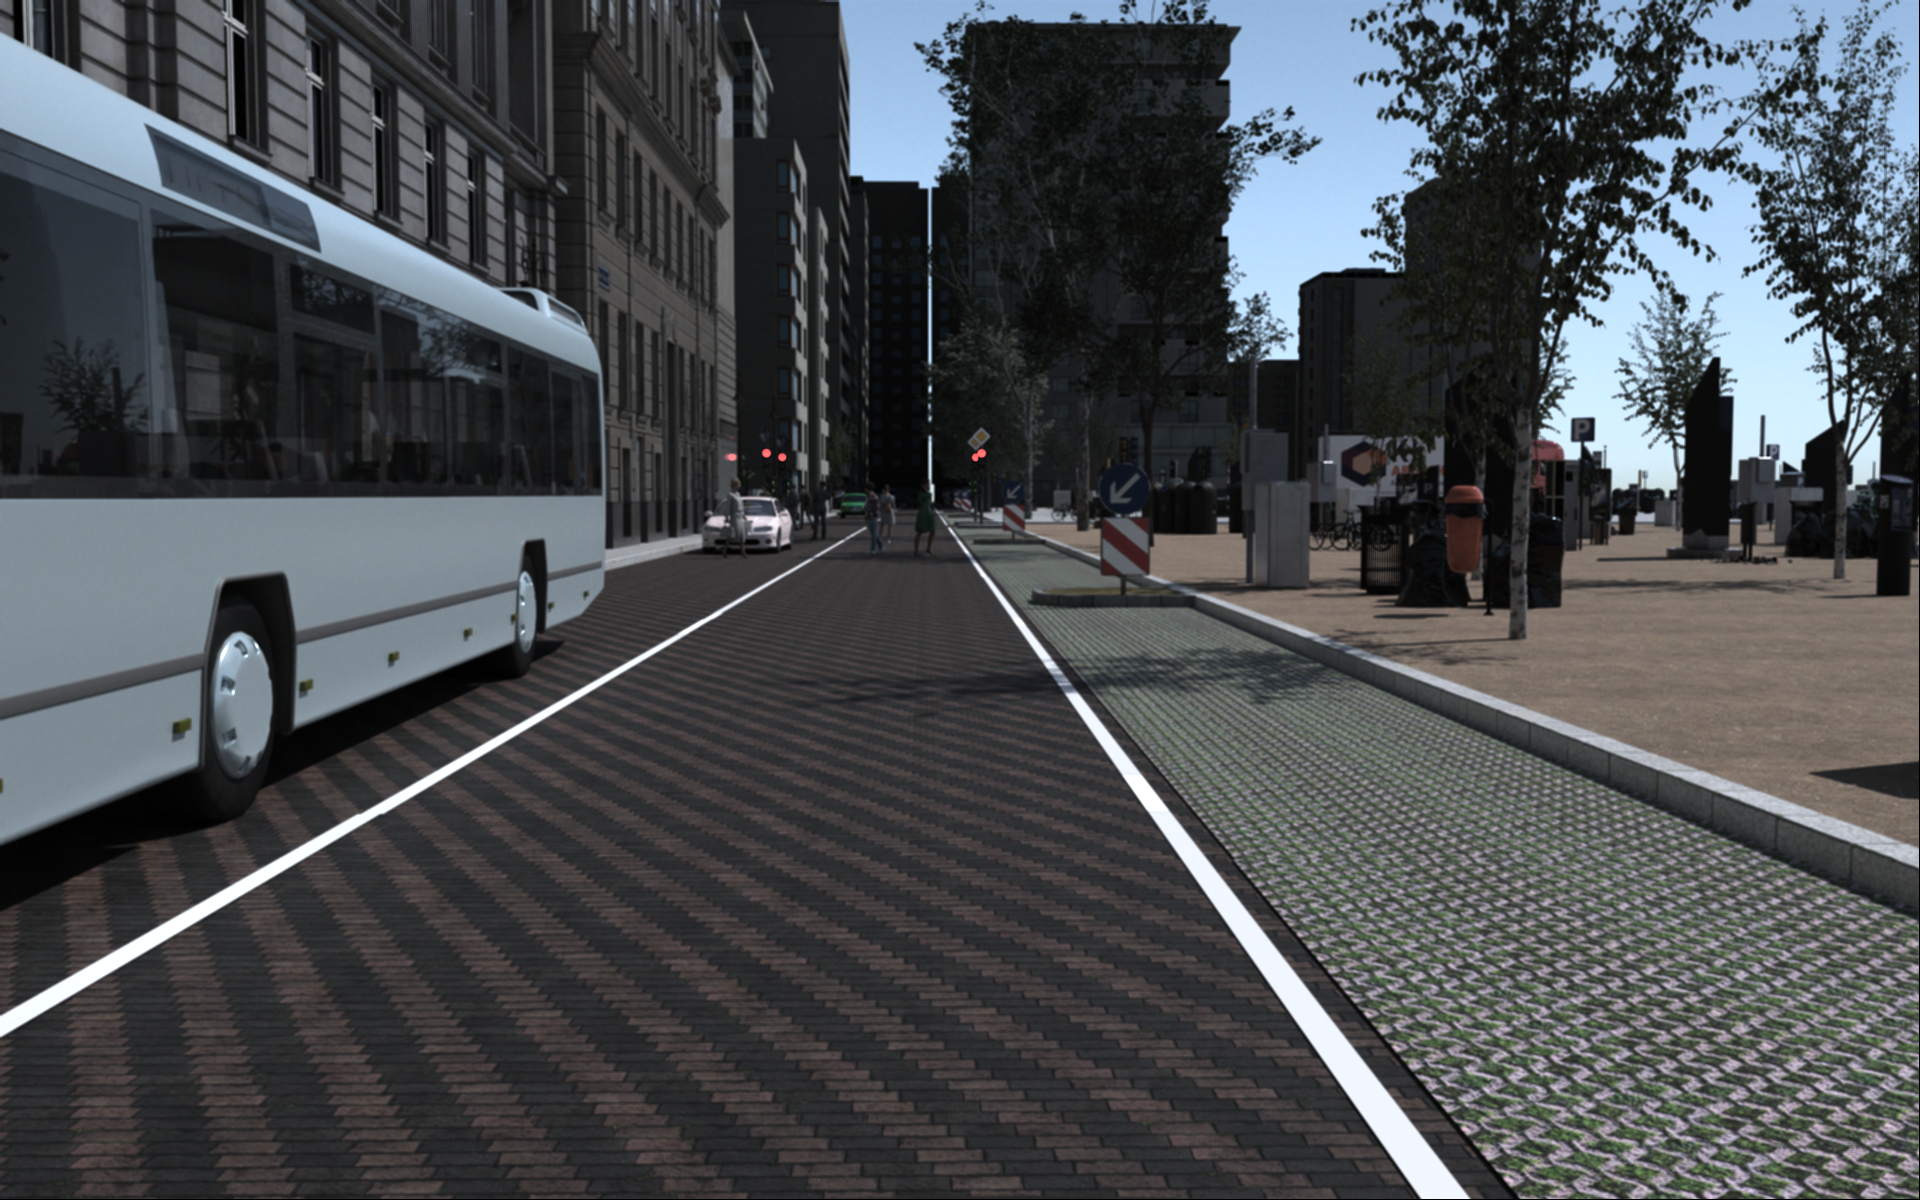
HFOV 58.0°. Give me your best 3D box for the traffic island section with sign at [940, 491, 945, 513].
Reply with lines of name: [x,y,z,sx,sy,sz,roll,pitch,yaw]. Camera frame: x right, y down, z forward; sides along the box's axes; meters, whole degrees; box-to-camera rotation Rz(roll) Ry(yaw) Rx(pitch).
traffic island section with sign: [-0.315,-7.576,132.488,1.989,1.847,2.006,0,4,-1]

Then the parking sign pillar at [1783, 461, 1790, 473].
parking sign pillar: [67.573,-9.322,140.893,1.447,3.967,1.447,3,4,39]

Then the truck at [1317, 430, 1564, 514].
truck: [21.830,-5.415,77.453,11.283,4.237,2.839,0,4,1]

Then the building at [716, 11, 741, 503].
building: [-18.005,-13.293,66.484,18.267,20.994,9.793,0,4,-1]

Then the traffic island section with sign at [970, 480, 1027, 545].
traffic island section with sign: [1.393,-2.508,49.635,1.989,1.847,2.006,0,4,-1]

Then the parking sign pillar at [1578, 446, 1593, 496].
parking sign pillar: [34.919,-6.607,96.489,1.447,3.967,1.447,0,4,-6]

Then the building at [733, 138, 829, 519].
building: [-22.142,-15.504,98.537,27.650,21.520,28.899,0,4,-1]

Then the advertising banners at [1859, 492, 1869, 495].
advertising banners: [49.778,-5.971,93.812,2.074,3.025,0.090,1,4,18]

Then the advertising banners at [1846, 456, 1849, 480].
advertising banners: [41.031,-5.224,81.606,0.090,3.025,2.074,-1,4,-16]

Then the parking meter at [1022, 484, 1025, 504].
parking meter: [3.891,-5.926,102.609,0.399,1.863,0.255,-1,4,-15]

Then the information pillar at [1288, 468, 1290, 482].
information pillar: [26.994,-9.244,142.501,0.183,3.616,0.504,-1,4,-22]

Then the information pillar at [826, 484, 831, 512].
information pillar: [-9.432,-7.311,124.023,0.304,2.012,0.304,-1,4,-17]

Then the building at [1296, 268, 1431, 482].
building: [52.306,-27.769,225.725,14.107,30.474,14.160,0,4,-1]

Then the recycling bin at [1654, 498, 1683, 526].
recycling bin: [28.217,-3.459,69.111,0.722,1.027,0.722,-3,5,-44]

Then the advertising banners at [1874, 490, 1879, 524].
advertising banners: [32.538,-3.964,61.003,0.090,3.025,2.074,1,4,13]

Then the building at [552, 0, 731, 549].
building: [-13.935,-15.401,49.067,12.463,27.353,25.104,0,4,-1]

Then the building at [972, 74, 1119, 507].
building: [8.156,-29.896,172.400,14.154,41.232,14.086,0,4,-1]

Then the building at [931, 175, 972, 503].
building: [3.074,-36.428,245.712,14.200,45.320,14.600,0,4,-1]

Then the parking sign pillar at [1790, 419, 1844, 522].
parking sign pillar: [31.164,-4.535,62.620,1.447,3.967,1.447,0,4,2]

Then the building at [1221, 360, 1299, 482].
building: [52.123,-25.037,254.400,28.899,21.520,27.650,0,4,-1]

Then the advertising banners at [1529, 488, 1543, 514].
advertising banners: [36.909,-7.142,112.962,2.074,3.025,0.090,0,4,-7]

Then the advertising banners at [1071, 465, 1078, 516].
advertising banners: [6.762,-6.408,100.966,0.090,3.025,2.074,1,4,12]

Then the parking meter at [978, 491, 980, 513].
parking meter: [1.410,-6.831,120.095,0.372,1.533,0.369,0,3,0]

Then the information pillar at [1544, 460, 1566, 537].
information pillar: [12.722,-1.991,37.047,0.304,2.012,0.304,-1,4,-19]

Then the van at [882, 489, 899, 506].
van: [-8.279,-12.255,204.755,2.240,2.365,5.245,0,4,-1]

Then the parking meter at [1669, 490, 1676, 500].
parking meter: [44.113,-6.043,107.222,0.372,1.533,0.369,0,3,0]

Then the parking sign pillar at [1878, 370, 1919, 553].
parking sign pillar: [20.872,-3.058,38.464,1.447,3.967,1.447,1,4,11]

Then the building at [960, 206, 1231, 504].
building: [16.248,-32.243,219.055,32.217,40.220,23.993,0,4,-1]

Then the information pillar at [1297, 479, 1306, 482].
information pillar: [16.759,-4.925,85.021,0.304,2.012,0.304,-2,4,-34]

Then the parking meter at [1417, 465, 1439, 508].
parking meter: [9.413,-1.782,34.845,0.399,1.863,0.255,1,4,22]

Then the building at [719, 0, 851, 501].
building: [-21.601,-33.127,165.332,21.300,48.544,21.600,0,4,-1]

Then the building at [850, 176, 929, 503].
building: [-11.608,-36.482,246.597,14.200,45.320,14.600,0,4,-1]

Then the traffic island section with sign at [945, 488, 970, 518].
traffic island section with sign: [0.247,-5.907,105.214,1.989,1.847,2.006,0,4,-1]

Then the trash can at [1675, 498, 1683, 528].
trash can: [27.783,-3.350,66.430,0.748,1.137,0.748,0,3,0]

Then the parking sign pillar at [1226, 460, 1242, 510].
parking sign pillar: [20.047,-8.396,125.743,1.447,3.967,1.447,1,4,22]

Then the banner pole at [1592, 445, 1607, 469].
banner pole: [32.962,-6.066,89.199,0.863,3.779,0.401,0,4,1]

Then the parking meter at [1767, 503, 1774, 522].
parking meter: [37.901,-4.604,80.981,0.255,1.863,0.399,3,5,40]

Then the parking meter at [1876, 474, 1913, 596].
parking meter: [11.835,-0.826,21.923,0.372,1.533,0.369,0,3,0]

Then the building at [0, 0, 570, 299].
building: [-14.180,-11.186,24.689,13.314,21.916,24.055,0,4,-1]

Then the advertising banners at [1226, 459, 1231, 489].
advertising banners: [13.576,-5.462,85.498,0.090,3.025,2.074,-1,4,-16]

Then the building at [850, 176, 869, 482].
building: [-18.868,-33.052,224.000,14.086,41.232,14.154,0,4,-1]

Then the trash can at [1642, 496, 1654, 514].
trash can: [45.247,-6.253,113.886,0.748,1.137,0.748,0,3,0]

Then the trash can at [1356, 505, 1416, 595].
trash can: [5.446,-0.644,22.189,0.748,1.137,0.748,0,3,0]

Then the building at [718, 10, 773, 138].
building: [-27.891,-27.124,135.357,32.217,40.220,23.993,0,4,-1]

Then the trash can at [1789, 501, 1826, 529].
trash can: [18.367,-1.586,37.584,0.748,1.137,0.748,0,3,0]

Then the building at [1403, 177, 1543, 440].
building: [66.441,-33.175,225.998,14.086,41.232,14.154,0,4,-1]

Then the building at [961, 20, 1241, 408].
building: [14.700,-36.924,192.939,28.713,52.752,27.495,0,4,-1]

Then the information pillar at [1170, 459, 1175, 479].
information pillar: [14.227,-7.592,115.481,0.504,3.616,0.183,1,4,13]

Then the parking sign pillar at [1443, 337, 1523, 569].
parking sign pillar: [9.140,-2.553,30.218,1.447,3.967,1.447,3,5,40]

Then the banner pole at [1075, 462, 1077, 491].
banner pole: [9.030,-8.797,133.854,0.401,3.779,0.863,1,4,21]

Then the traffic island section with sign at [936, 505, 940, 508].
traffic island section with sign: [-1.361,-10.651,182.779,1.989,1.847,2.006,0,4,-1]

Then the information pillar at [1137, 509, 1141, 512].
information pillar: [12.763,-7.288,123.658,0.304,2.012,0.304,1,4,17]

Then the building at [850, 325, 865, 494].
building: [-24.897,-21.178,191.297,27.650,21.520,28.899,0,4,-1]

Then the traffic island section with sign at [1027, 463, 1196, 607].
traffic island section with sign: [1.961,-0.860,22.686,1.989,1.847,2.006,0,4,-1]

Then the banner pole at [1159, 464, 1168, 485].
banner pole: [16.877,-9.359,143.036,0.863,3.779,0.401,1,4,15]
